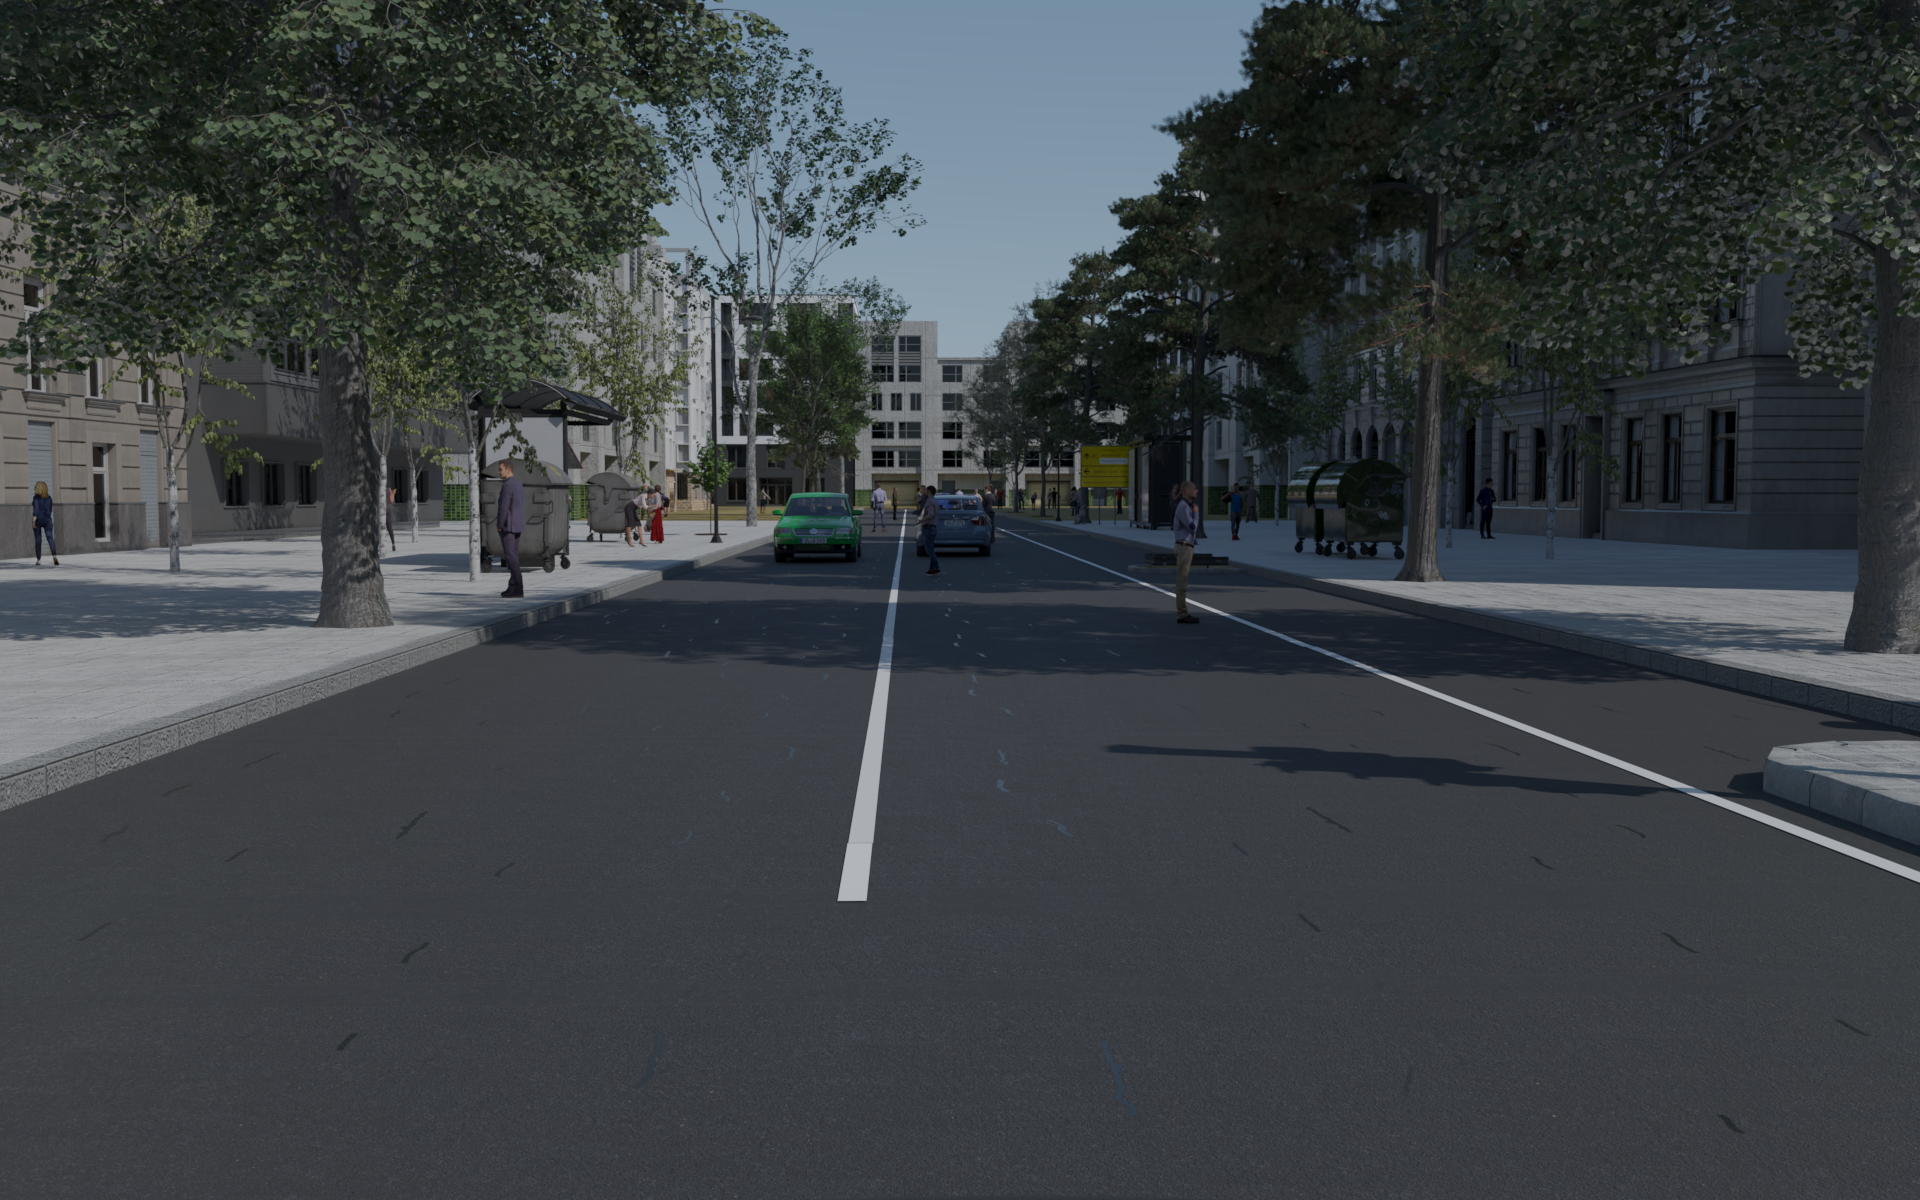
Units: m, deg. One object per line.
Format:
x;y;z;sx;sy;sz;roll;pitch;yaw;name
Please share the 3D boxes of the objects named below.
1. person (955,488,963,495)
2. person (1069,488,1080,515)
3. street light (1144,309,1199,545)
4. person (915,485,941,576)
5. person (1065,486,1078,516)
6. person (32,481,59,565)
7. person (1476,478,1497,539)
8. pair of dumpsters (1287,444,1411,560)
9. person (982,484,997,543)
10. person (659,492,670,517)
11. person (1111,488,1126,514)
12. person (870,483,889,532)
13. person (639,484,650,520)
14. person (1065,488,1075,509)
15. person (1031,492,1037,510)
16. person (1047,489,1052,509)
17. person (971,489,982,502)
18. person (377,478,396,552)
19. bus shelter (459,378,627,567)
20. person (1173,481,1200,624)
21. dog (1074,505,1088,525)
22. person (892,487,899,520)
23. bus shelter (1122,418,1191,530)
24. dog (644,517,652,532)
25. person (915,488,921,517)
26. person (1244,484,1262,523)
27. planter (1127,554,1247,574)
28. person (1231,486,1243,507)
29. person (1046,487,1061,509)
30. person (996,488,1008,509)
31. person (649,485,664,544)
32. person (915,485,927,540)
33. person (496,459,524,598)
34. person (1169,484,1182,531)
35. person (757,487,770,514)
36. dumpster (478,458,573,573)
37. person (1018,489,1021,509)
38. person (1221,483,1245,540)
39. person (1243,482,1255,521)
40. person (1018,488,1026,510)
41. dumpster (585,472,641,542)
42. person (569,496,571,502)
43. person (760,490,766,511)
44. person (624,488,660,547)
-0.071;-6.420;113.339;0.709;1.838;0.599;-1;4;-13;person
5.594;-4.433;80.482;0.963;1.587;0.435;-1;4;-12;person
5.314;-4.345;43.577;1.470;5.913;1.316;0;4;-2;street light
-0.541;-1.218;30.367;0.435;1.587;0.963;0;4;4;person
6.650;-5.786;101.361;1.217;1.736;0.721;-2;4;-34;person
-16.469;-1.383;31.194;0.613;1.512;0.480;1;4;13;person
15.122;-2.617;49.529;0.576;1.737;0.504;-3;5;-39;person
8.013;-2.041;35.863;1.574;2.255;4.436;0;4;-2;pair of dumpsters
0.827;-2.517;50.454;0.445;1.727;0.742;1;4;15;person
-16.694;-5.404;97.626;0.697;1.427;0.421;1;4;23;person
10.151;-6.387;110.404;0.705;1.831;1.348;-3;5;-39;person
-3.037;-3.481;65.289;0.709;1.838;0.599;0;4;-2;person
-15.506;-4.823;85.452;0.990;1.755;0.434;1;4;11;person
9.922;-8.979;152.866;1.348;1.823;0.705;0;4;2;person
5.793;-7.701;135.188;0.421;1.427;0.697;-1;4;-20;person
7.875;-8.690;148.650;0.750;1.759;0.617;0;4;-1;person
0.830;-5.222;94.810;0.756;1.711;0.436;0;4;6;person
-12.854;-1.905;38.665;0.415;1.643;0.593;1;4;20;person
-7.739;-2.378;32.805;2.014;3.302;5.546;0;4;-2;bus shelter
2.549;-0.538;19.355;0.319;1.574;0.516;1;4;14;person
4.970;-3.590;73.078;0.800;0.831;0.513;1;4;21;dog
-3.517;-5.260;94.634;0.705;1.807;1.348;0;4;-6;person
7.416;-5.374;65.502;2.179;5.291;8.768;0;4;-2;bus shelter
-10.407;-2.691;58.371;0.513;0.831;0.800;-1;4;-12;dog
-2.493;-6.004;106.671;0.705;1.824;1.348;-2;4;-31;person
13.091;-4.362;77.909;0.990;1.755;0.434;0;4;-3;person
4.148;-0.675;32.173;1.991;0.319;1.994;0;4;-2;planter
12.737;-4.404;79.516;0.517;1.644;0.566;0;4;1;person
7.951;-8.611;146.458;1.348;1.869;0.705;-1;4;-22;person
3.427;-8.689;148.051;1.348;1.831;0.705;0;4;-3;person
-7.833;-2.214;44.715;0.387;1.526;0.523;0;4;-5;person
-1.099;-2.678;53.205;0.530;1.710;0.541;-1;4;-17;person
-5.604;-0.894;21.585;0.530;1.710;0.541;1;4;19;person
7.497;-3.207;59.950;0.415;1.643;0.593;-3;5;-44;person
-12.899;-6.535;113.686;1.217;1.735;0.721;3;5;39;person
-7.210;-1.406;28.742;1.264;1.857;1.865;0;4;-2;dumpster
5.112;-8.760;149.993;0.721;1.735;1.217;2;4;30;person
7.612;-2.464;48.194;0.647;1.594;0.662;-1;4;-14;person
13.720;-4.672;82.291;0.599;1.838;0.709;0;4;-5;person
5.135;-8.324;142.587;0.683;1.767;0.568;-3;5;-42;person
-9.343;-2.497;46.589;1.264;1.857;1.865;0;4;-2;dumpster
-16.030;-3.797;70.331;0.614;1.554;0.590;2;4;32;person
-14.710;-7.423;128.882;0.593;1.643;0.415;0;4;6;person
-7.742;-2.011;42.119;0.799;1.438;0.628;-1;4;-22;person
